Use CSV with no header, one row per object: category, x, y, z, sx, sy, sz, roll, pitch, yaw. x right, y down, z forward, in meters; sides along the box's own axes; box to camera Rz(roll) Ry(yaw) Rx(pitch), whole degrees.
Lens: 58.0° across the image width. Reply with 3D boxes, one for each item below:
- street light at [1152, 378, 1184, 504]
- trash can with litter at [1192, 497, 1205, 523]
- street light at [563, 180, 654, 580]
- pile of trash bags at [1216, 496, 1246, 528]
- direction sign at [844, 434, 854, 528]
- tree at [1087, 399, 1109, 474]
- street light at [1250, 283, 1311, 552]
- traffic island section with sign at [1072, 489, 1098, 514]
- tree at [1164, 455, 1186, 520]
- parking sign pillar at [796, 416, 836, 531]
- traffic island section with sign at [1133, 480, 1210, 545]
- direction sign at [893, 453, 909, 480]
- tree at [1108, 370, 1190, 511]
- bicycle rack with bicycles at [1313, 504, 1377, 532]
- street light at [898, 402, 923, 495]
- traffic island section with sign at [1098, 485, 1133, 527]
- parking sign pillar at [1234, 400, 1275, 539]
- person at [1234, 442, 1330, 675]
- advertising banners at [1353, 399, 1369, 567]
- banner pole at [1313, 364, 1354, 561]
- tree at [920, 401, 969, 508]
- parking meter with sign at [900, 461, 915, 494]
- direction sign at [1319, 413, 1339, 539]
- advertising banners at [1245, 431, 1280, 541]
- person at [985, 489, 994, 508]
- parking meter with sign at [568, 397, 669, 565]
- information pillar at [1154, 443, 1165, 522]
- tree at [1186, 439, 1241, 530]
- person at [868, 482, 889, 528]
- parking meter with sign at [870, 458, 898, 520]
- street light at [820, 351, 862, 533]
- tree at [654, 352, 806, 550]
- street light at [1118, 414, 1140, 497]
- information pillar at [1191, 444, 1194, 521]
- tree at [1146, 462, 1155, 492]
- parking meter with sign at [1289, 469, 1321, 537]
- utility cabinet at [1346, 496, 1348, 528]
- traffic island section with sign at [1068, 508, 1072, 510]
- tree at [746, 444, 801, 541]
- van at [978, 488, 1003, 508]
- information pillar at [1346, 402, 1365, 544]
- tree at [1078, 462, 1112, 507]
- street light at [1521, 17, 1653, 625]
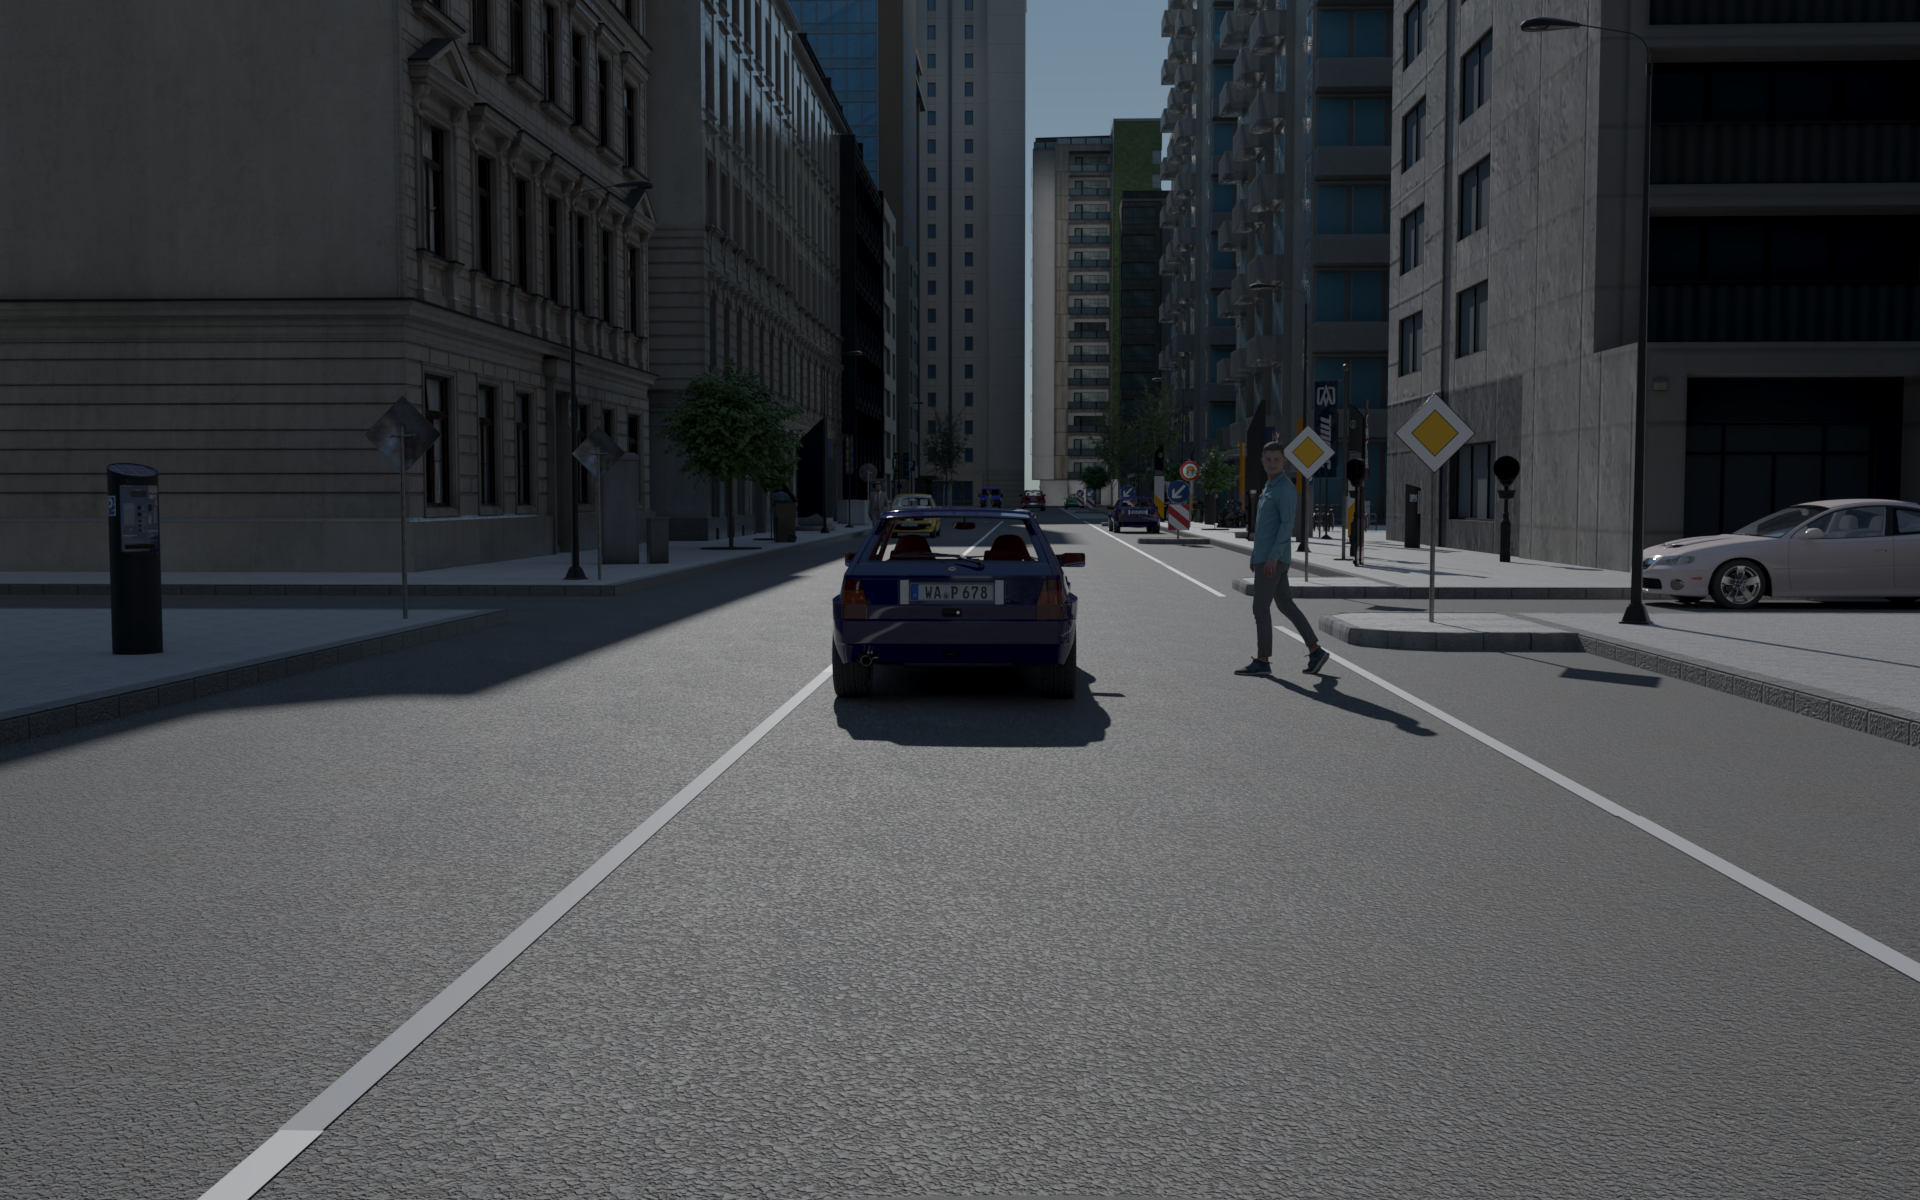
street light,8.394,-5.929,69.479,1.470,5.913,1.316,0,4,2
trash can with litter,10.873,-4.024,77.183,1.055,1.170,0.624,1,4,11
street light,-5.232,-3.258,25.802,1.470,5.913,1.316,0,4,2
pile of trash bags,11.242,-3.484,66.720,1.912,1.369,3.447,2,4,30
direction sign,-4.228,-4.534,66.125,0.379,3.537,0.876,1,4,15
tree,11.747,-11.187,133.274,4.737,8.622,4.395,0,3,0
street light,7.081,-4.022,38.306,1.470,5.913,1.316,0,4,2
traffic island section with sign,9.463,-7.271,127.504,1.989,1.847,2.006,0,4,2
tree,10.715,-5.524,84.923,1.663,3.219,1.824,0,3,0
parking sign pillar,-5.065,-4.400,60.414,1.447,3.967,1.447,3,4,36
traffic island section with sign,6.161,-2.541,50.174,1.989,1.847,2.006,0,4,2
direction sign,-3.216,-6.307,95.119,0.876,3.537,0.379,-1,4,-11
tree,11.660,-9.354,103.292,4.737,8.622,4.395,0,3,0
bicycle rack with bicycles,13.119,-2.833,59.696,2.852,0.926,2.925,2,4,26
street light,-2.541,-7.008,87.118,1.470,5.913,1.316,0,4,2
traffic island section with sign,7.310,-4.188,77.105,1.989,1.847,2.006,0,4,2
parking sign pillar,8.707,-3.778,50.239,1.447,3.967,1.447,-1,4,-8
person,2.550,-0.325,13.674,0.748,1.841,0.638,1,4,11
advertising banners,7.296,-2.155,31.429,0.090,3.025,2.074,1,4,19
banner pole,7.235,-2.664,33.568,0.863,3.779,0.401,2,4,32
tree,-1.286,-11.394,136.647,4.360,8.622,3.978,0,3,0
parking meter with sign,-3.201,-5.713,89.668,1.738,3.016,0.543,-2,4,-35
direction sign,10.381,-3.486,48.999,0.379,3.537,0.876,-2,4,-30
advertising banners,8.405,-3.163,47.908,0.090,3.025,2.074,2,4,35
person,1.433,-4.655,85.608,0.522,1.701,0.512,0,4,6
parking meter with sign,-6.240,-2.168,31.713,1.738,3.016,0.543,-1,4,-22
information pillar,9.174,-5.399,79.623,0.504,3.616,0.183,3,4,37
tree,9.047,-4.077,61.267,1.663,3.219,1.824,0,3,0
person,-2.403,-2.595,51.196,0.678,1.792,0.850,0,4,6
parking meter with sign,-4.007,-5.378,84.199,1.738,3.016,0.543,1,4,9
street light,-3.877,-5.133,56.459,1.470,5.913,1.316,0,4,2
tree,-5.414,-3.465,40.362,4.285,4.588,4.351,0,3,0
street light,9.798,-7.804,100.134,1.470,5.913,1.316,0,4,2
information pillar,10.959,-5.521,81.616,0.183,3.616,0.504,1,4,16
tree,10.504,-5.833,89.968,1.663,3.219,1.824,0,3,0
parking meter with sign,10.271,-3.411,52.037,0.543,3.016,1.738,-2,4,-29
utility cabinet,15.038,-3.393,66.631,0.306,1.237,1.020,2,4,25
traffic island section with sign,10.604,-8.918,154.435,1.989,1.847,2.006,0,4,2
tree,-5.132,-3.267,48.018,1.663,3.219,1.824,0,3,0
van,2.854,-9.465,159.131,2.240,2.365,5.245,0,4,2
information pillar,10.086,-3.227,44.123,0.183,3.616,0.504,-2,4,-32
tree,13.334,-11.489,171.553,4.285,4.588,4.351,0,3,0
street light,6.163,-2.721,17.026,1.470,5.913,1.316,0,4,2
